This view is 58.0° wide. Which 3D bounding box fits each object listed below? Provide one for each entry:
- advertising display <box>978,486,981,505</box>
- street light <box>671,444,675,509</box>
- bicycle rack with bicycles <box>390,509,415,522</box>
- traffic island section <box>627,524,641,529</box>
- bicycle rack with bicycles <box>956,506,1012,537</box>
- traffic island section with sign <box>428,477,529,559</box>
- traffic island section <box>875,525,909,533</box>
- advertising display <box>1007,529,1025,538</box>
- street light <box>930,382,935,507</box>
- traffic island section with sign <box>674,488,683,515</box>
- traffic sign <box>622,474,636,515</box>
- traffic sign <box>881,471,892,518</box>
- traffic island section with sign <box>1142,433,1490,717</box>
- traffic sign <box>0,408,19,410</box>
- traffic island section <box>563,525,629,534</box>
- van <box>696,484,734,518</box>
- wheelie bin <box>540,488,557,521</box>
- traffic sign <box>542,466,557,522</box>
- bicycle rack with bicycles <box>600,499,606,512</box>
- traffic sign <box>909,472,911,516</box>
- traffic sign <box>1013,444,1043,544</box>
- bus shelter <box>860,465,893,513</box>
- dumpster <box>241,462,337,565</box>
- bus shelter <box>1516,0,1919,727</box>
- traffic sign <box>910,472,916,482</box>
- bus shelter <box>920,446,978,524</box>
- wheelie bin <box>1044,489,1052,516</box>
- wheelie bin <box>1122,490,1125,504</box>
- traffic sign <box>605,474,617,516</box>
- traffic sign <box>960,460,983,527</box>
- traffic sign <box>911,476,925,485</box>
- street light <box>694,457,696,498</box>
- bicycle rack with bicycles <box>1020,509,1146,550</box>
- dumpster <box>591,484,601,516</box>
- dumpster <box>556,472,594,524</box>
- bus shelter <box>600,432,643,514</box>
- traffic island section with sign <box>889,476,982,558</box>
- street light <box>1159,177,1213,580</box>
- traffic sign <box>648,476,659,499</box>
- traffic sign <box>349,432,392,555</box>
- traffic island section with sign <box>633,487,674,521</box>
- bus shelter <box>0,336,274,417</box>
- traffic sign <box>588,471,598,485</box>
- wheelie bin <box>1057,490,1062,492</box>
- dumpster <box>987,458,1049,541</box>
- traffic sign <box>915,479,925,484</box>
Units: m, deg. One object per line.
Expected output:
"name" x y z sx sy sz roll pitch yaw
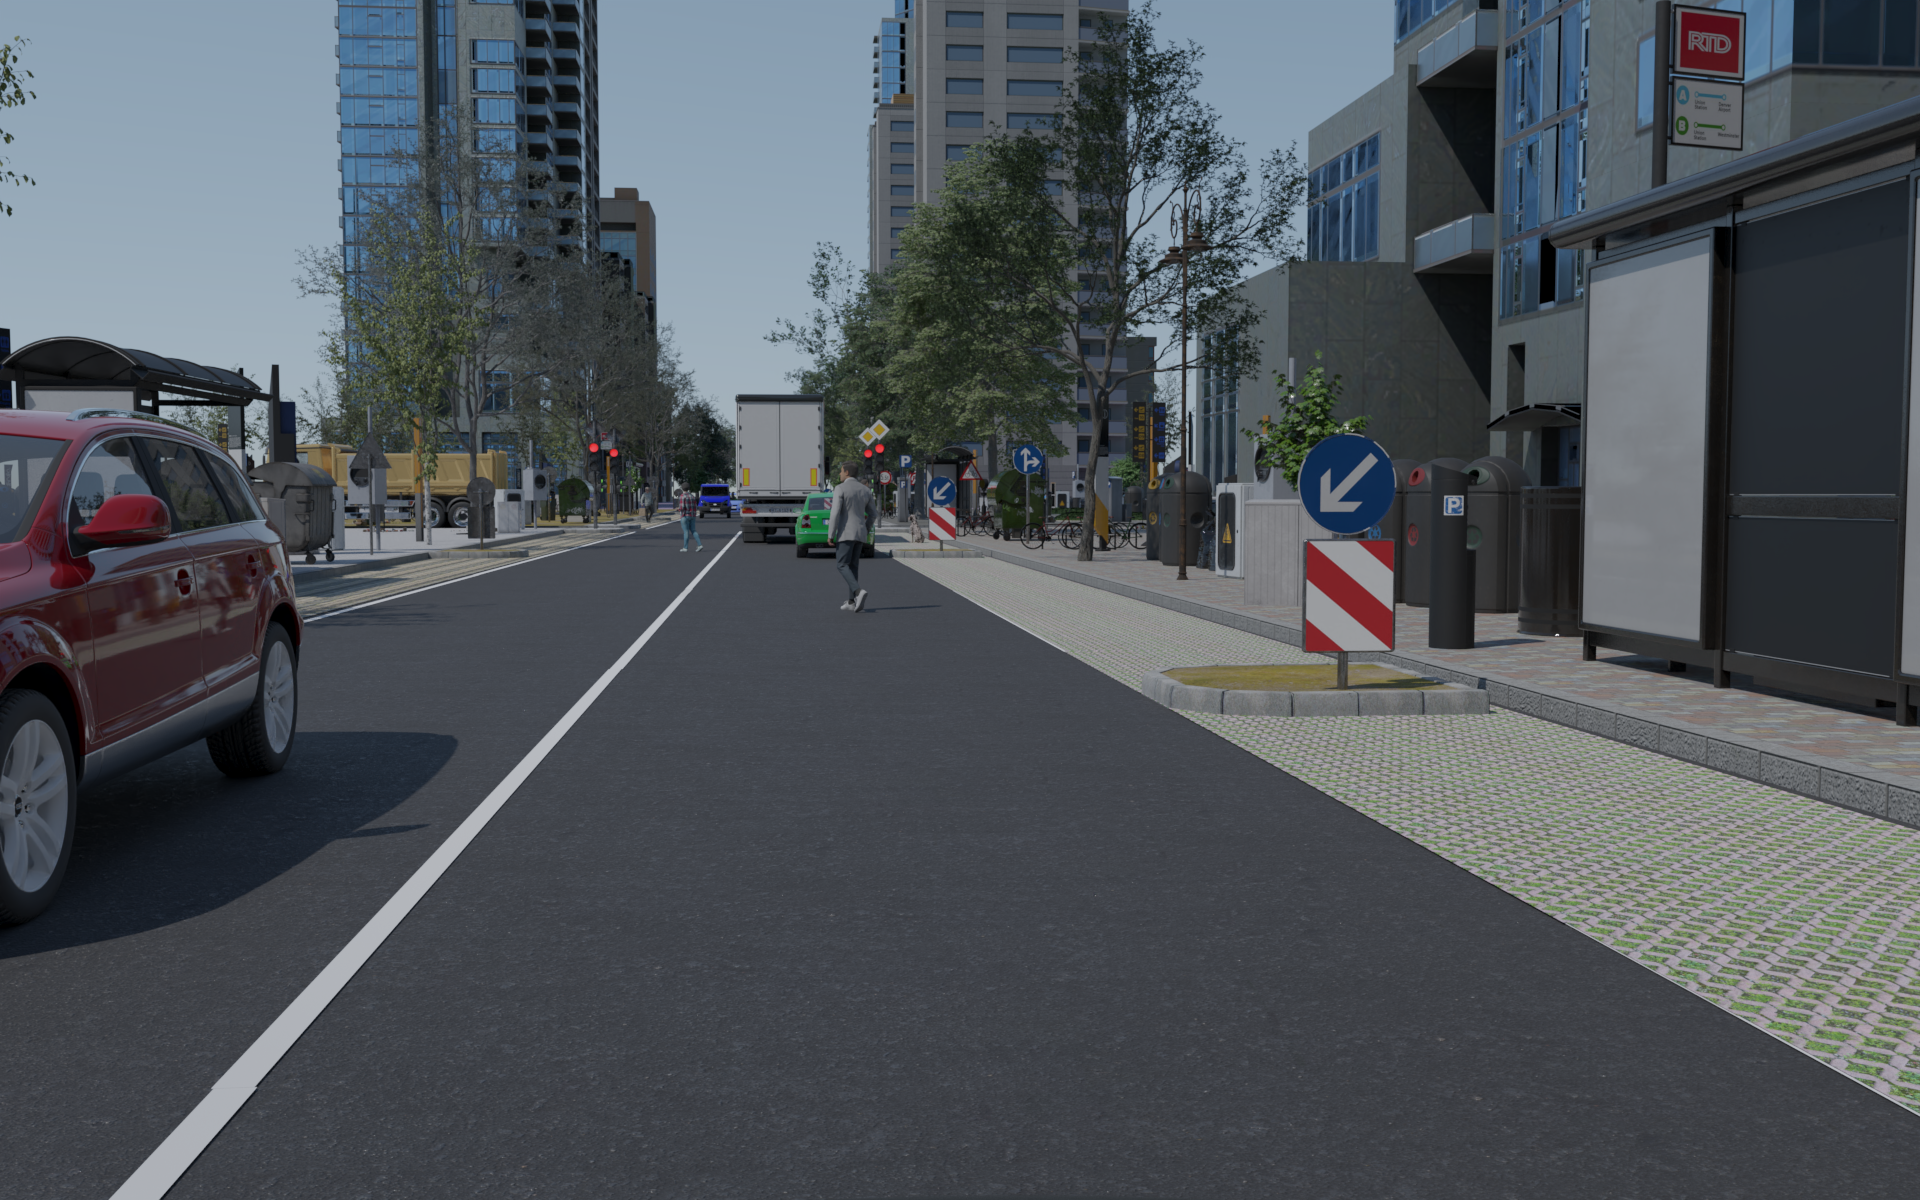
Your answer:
"advertising display" 1.524 -7.985 135.767 0.123 1.923 0.974 0 4 5
"street light" -24.641 -10.775 148.950 0.468 5.910 1.993 0 4 -6
"bicycle rack with bicycles" -25.613 -4.167 81.505 2.852 0.926 2.925 3 4 36
"traffic island section" -14.338 -3.039 71.966 2.009 0.180 2.903 0 4 -6
"bicycle rack with bicycles" 1.084 -2.434 53.182 2.925 0.926 2.852 0 4 -5
"traffic island section with sign" -10.839 -1.867 39.158 1.989 1.847 2.006 0 4 -6
"traffic island section" -3.007 -2.621 65.137 2.009 0.180 2.903 0 4 -6
"advertising display" 1.646 -2.763 50.384 0.123 1.923 0.974 2 4 35
"street light" -1.025 -5.632 64.868 0.468 5.910 1.993 0 4 -6
"traffic island section with sign" -19.589 -6.875 121.026 1.989 1.847 2.006 0 4 -6
"traffic sign" -20.261 -6.492 106.148 0.884 2.594 0.081 0 4 -5
"traffic sign" -4.012 -5.646 92.414 0.768 2.556 0.104 0 4 2
"traffic island section with sign" 2.333 -0.208 12.025 1.989 1.847 2.006 0 4 -6
"traffic sign" -11.498 -1.133 20.648 0.606 2.300 0.079 0 4 -6
"traffic island section" -13.490 -2.553 64.026 2.009 0.180 2.903 0 4 -6
"van" -14.665 -6.077 103.745 2.240 2.365 5.245 0 4 -8
"wheelie bin" -19.852 -4.624 83.508 0.693 1.594 0.980 -3 5 -43
"traffic sign" -18.852 -4.852 79.437 0.768 2.556 0.104 0 4 2
"bicycle rack with bicycles" -24.328 -6.621 121.637 2.852 0.926 2.925 0 4 -5
"traffic sign" -2.912 -6.215 101.617 0.884 2.594 0.081 0 4 -2
"traffic sign" 1.749 -2.718 44.550 0.768 2.556 0.104 0 4 3
"bus shelter" -5.772 -7.691 119.678 2.014 3.302 5.546 0 4 -6
"dumpster" -12.347 -1.603 31.965 1.264 1.857 1.865 0 4 -6
"bus shelter" 5.741 -2.092 11.830 2.179 5.291 8.768 0 4 -6
"traffic sign" -2.530 -6.132 100.357 0.768 2.556 0.104 0 4 -1
"bus shelter" -0.515 -5.003 75.715 2.014 3.302 5.546 0 4 -6
"wheelie bin" 5.092 -5.774 102.316 0.693 1.594 0.980 -1 4 -16
"wheelie bin" 12.140 -7.443 129.601 0.980 1.594 0.693 0 4 -1
"traffic sign" -20.091 -6.102 99.866 0.768 2.556 0.104 0 4 2
"traffic sign" 0.424 -4.011 65.579 0.884 2.594 0.081 0 4 3
"traffic sign" -2.439 -6.096 99.669 0.884 2.594 0.081 0 4 -1
"street light" -28.827 -13.205 188.684 0.468 5.910 1.993 0 4 -6
"bicycle rack with bicycles" 3.158 -1.664 40.591 2.925 0.926 2.852 1 4 23
"dumpster" -21.441 -5.771 100.122 1.264 1.857 1.865 0 4 -6
"dumpster" -16.839 -4.481 75.753 1.502 2.255 1.985 0 4 -6
"bus shelter" -22.366 -8.369 114.467 2.179 5.291 8.768 0 4 -6
"traffic island section with sign" -0.592 -1.880 39.369 1.989 1.847 2.006 0 4 -6
"street light" 3.326 -3.237 25.710 0.468 5.910 1.993 0 4 -6
"traffic sign" -21.640 -7.479 122.394 0.768 2.556 0.104 0 4 2
"traffic sign" -12.341 -2.218 36.260 0.884 2.594 0.081 0 4 -3
"traffic island section with sign" -16.707 -5.219 93.965 1.989 1.847 2.006 0 4 -6
"bus shelter" -11.708 -1.900 24.985 2.014 3.302 5.546 0 4 -6
"traffic sign" -20.005 -5.798 94.909 0.768 2.556 0.104 0 4 0
"wheelie bin" 7.579 -7.571 131.693 0.693 1.594 0.980 -1 4 -16
"dumpster" 1.600 -2.776 47.881 1.502 2.255 1.985 0 4 -6
"traffic sign" -2.160 -5.951 97.397 0.768 2.556 0.104 0 4 -1
